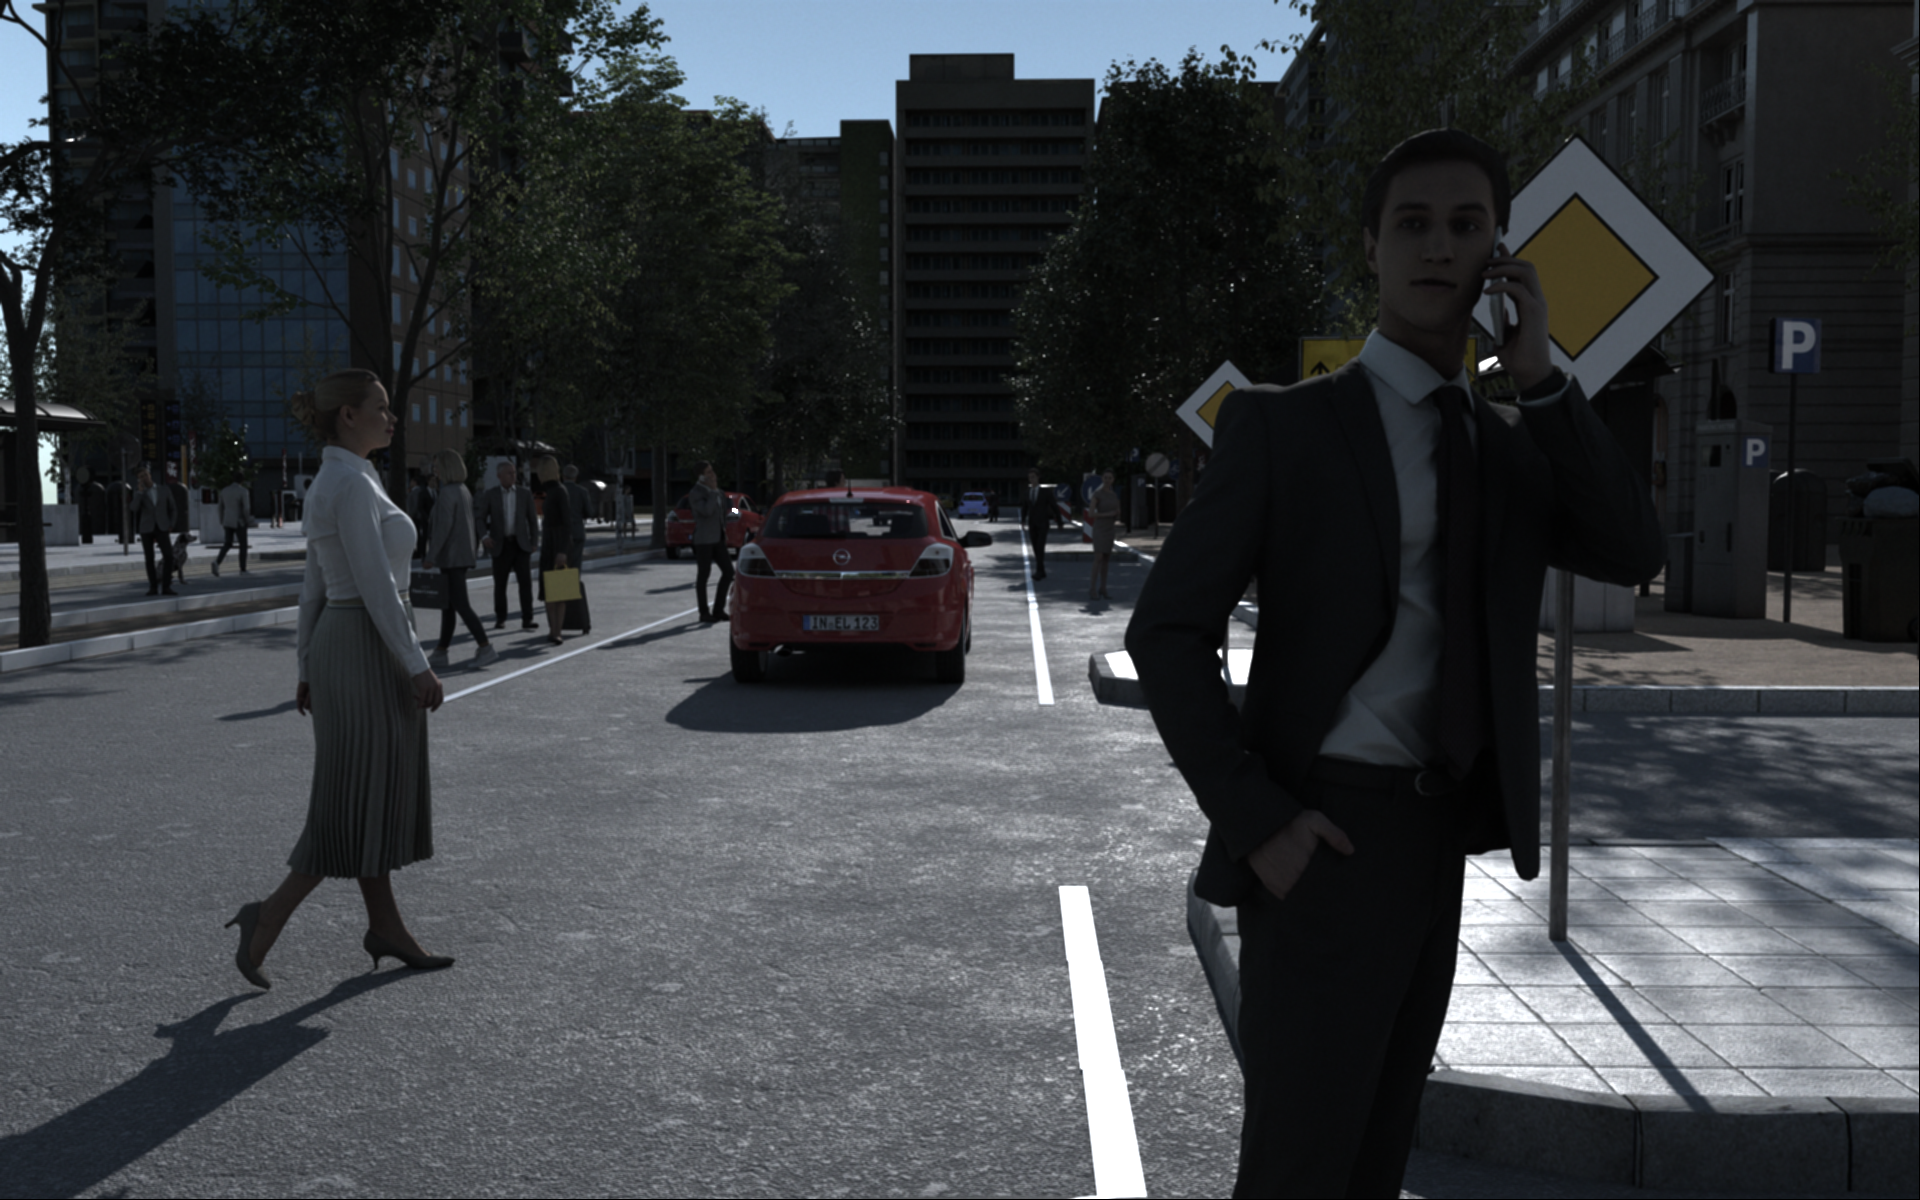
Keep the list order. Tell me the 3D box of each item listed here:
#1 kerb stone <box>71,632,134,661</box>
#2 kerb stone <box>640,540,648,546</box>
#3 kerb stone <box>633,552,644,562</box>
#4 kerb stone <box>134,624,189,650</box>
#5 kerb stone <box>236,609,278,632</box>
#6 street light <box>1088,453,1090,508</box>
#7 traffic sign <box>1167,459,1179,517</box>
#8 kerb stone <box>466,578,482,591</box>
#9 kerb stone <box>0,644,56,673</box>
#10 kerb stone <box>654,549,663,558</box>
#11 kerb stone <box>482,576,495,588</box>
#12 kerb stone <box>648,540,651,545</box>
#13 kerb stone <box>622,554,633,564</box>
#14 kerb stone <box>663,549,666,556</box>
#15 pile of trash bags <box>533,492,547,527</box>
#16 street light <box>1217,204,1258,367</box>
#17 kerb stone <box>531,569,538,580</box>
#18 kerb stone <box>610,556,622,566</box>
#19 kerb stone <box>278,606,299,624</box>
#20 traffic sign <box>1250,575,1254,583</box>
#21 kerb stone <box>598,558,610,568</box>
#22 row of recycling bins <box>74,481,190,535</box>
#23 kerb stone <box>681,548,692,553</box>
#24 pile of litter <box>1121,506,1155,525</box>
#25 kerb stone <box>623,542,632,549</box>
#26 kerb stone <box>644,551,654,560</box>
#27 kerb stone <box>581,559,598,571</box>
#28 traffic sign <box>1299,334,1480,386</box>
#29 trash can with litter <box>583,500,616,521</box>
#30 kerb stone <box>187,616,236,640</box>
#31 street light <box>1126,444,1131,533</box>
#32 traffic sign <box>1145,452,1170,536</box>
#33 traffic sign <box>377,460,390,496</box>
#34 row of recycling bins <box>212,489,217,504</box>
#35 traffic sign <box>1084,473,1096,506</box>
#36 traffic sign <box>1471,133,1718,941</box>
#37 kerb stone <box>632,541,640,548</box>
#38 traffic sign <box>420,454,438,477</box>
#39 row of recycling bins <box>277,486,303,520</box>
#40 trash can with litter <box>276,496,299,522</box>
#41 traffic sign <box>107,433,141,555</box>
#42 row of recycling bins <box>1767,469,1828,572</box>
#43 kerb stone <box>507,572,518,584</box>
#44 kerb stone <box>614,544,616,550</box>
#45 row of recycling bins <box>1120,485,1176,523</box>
[{"bbox_3d":[-7.673,0.419,15.379,0.120,0.150,1.000,0,4,2],"label":"kerb stone"},{"bbox_3d":[-8.727,-1.528,47.186,0.120,0.150,1.000,0,4,2],"label":"kerb stone"},{"bbox_3d":[-6.963,-0.890,36.900,0.120,0.150,1.000,0,4,2],"label":"kerb stone"},{"bbox_3d":[-7.630,0.358,16.404,0.120,0.150,1.000,0,4,2],"label":"kerb stone"},{"bbox_3d":[-7.567,0.230,18.459,0.120,0.150,1.000,0,4,2],"label":"kerb stone"},{"bbox_3d":[6.480,-6.958,86.545,0.468,5.910,1.993,0,4,2],"label":"street light"},{"bbox_3d":[7.879,-3.834,62.793,0.768,2.556,0.104,0,4,5],"label":"traffic sign"},{"bbox_3d":[-7.329,-0.210,25.625,0.120,0.150,1.000,0,4,2],"label":"kerb stone"},{"bbox_3d":[-7.704,0.482,14.347,0.120,0.150,1.000,0,4,2],"label":"kerb stone"},{"bbox_3d":[-6.888,-1.020,38.951,0.120,0.150,1.000,0,4,2],"label":"kerb stone"},{"bbox_3d":[-7.302,-0.268,26.647,0.120,0.150,1.000,0,4,2],"label":"kerb stone"},{"bbox_3d":[-8.698,-1.591,48.209,0.120,0.150,1.000,0,4,2],"label":"kerb stone"},{"bbox_3d":[-6.993,-0.837,35.875,0.120,0.150,1.000,0,4,2],"label":"kerb stone"},{"bbox_3d":[-6.862,-1.087,39.972,0.120,0.150,1.000,0,4,2],"label":"kerb stone"},{"bbox_3d":[-17.818,-3.543,67.684,3.447,1.369,1.912,0,4,-3],"label":"pile of trash bags"},{"bbox_3d":[4.464,-3.378,28.014,0.468,5.910,1.993,0,4,2],"label":"street light"},{"bbox_3d":[-7.238,-0.396,28.694,0.120,0.150,1.000,0,4,2],"label":"kerb stone"},{"bbox_3d":[-7.033,-0.773,34.845,0.120,0.150,1.000,0,4,2],"label":"kerb stone"},{"bbox_3d":[-7.532,0.167,19.481,0.120,0.150,1.000,0,4,2],"label":"kerb stone"},{"bbox_3d":[4.218,-1.521,24.974,0.768,2.556,0.104,1,4,10],"label":"traffic sign"},{"bbox_3d":[-7.060,-0.711,33.823,0.120,0.150,1.000,0,4,2],"label":"kerb stone"},{"bbox_3d":[-26.707,-2.990,55.999,1.069,1.692,3.534,3,5,40],"label":"row of recycling bins"},{"bbox_3d":[-6.754,-1.269,43.038,0.120,0.150,1.000,0,4,2],"label":"kerb stone"},{"bbox_3d":[7.483,-3.577,72.454,1.176,0.858,1.719,-2,4,-24],"label":"pile of litter"},{"bbox_3d":[-8.794,-1.402,45.142,0.120,0.150,1.000,0,4,2],"label":"kerb stone"},{"bbox_3d":[-6.928,-0.959,37.921,0.120,0.150,1.000,0,4,2],"label":"kerb stone"},{"bbox_3d":[-7.093,-0.646,32.798,0.120,0.150,1.000,0,4,2],"label":"kerb stone"},{"bbox_3d":[5.491,-1.738,22.286,2.265,3.308,0.079,0,4,5],"label":"traffic sign"},{"bbox_3d":[-16.786,-4.358,82.303,2.233,1.210,1.678,0,4,1],"label":"trash can with litter"},{"bbox_3d":[-7.602,0.293,17.437,0.120,0.150,1.000,0,4,2],"label":"kerb stone"},{"bbox_3d":[5.597,-5.167,57.275,0.468,5.910,1.993,0,4,2],"label":"street light"},{"bbox_3d":[6.046,-3.245,53.163,0.768,2.556,0.104,0,4,3],"label":"traffic sign"},{"bbox_3d":[-20.316,-3.750,61.412,0.768,2.556,0.104,1,4,11],"label":"traffic sign"},{"bbox_3d":[-33.805,-4.484,80.428,1.069,1.692,3.534,-3,5,-42],"label":"row of recycling bins"},{"bbox_3d":[6.309,-5.020,84.213,0.606,2.300,0.079,1,4,11],"label":"traffic sign"},{"bbox_3d":[1.720,-0.079,4.928,0.795,2.450,0.064,0,4,2],"label":"traffic sign"},{"bbox_3d":[-8.759,-1.464,46.164,0.120,0.150,1.000,0,4,2],"label":"kerb stone"},{"bbox_3d":[-16.628,-3.325,54.466,0.768,2.556,0.104,0,4,8],"label":"traffic sign"},{"bbox_3d":[-32.422,-4.880,86.901,3.534,1.692,1.069,-1,4,-16],"label":"row of recycling bins"},{"bbox_3d":[-30.645,-4.120,78.745,0.624,1.170,1.055,3,5,44],"label":"trash can with litter"},{"bbox_3d":[-17.433,-2.203,36.132,0.768,2.556,0.104,1,4,9],"label":"traffic sign"},{"bbox_3d":[13.997,-1.414,30.235,1.069,1.692,3.534,0,4,2],"label":"row of recycling bins"},{"bbox_3d":[-7.265,-0.335,27.672,0.120,0.150,1.000,0,4,2],"label":"kerb stone"},{"bbox_3d":[-8.825,-1.341,44.119,0.120,0.150,1.000,0,4,2],"label":"kerb stone"},{"bbox_3d":[8.965,-4.352,78.262,3.534,1.692,1.069,-1,4,-17],"label":"row of recycling bins"}]
